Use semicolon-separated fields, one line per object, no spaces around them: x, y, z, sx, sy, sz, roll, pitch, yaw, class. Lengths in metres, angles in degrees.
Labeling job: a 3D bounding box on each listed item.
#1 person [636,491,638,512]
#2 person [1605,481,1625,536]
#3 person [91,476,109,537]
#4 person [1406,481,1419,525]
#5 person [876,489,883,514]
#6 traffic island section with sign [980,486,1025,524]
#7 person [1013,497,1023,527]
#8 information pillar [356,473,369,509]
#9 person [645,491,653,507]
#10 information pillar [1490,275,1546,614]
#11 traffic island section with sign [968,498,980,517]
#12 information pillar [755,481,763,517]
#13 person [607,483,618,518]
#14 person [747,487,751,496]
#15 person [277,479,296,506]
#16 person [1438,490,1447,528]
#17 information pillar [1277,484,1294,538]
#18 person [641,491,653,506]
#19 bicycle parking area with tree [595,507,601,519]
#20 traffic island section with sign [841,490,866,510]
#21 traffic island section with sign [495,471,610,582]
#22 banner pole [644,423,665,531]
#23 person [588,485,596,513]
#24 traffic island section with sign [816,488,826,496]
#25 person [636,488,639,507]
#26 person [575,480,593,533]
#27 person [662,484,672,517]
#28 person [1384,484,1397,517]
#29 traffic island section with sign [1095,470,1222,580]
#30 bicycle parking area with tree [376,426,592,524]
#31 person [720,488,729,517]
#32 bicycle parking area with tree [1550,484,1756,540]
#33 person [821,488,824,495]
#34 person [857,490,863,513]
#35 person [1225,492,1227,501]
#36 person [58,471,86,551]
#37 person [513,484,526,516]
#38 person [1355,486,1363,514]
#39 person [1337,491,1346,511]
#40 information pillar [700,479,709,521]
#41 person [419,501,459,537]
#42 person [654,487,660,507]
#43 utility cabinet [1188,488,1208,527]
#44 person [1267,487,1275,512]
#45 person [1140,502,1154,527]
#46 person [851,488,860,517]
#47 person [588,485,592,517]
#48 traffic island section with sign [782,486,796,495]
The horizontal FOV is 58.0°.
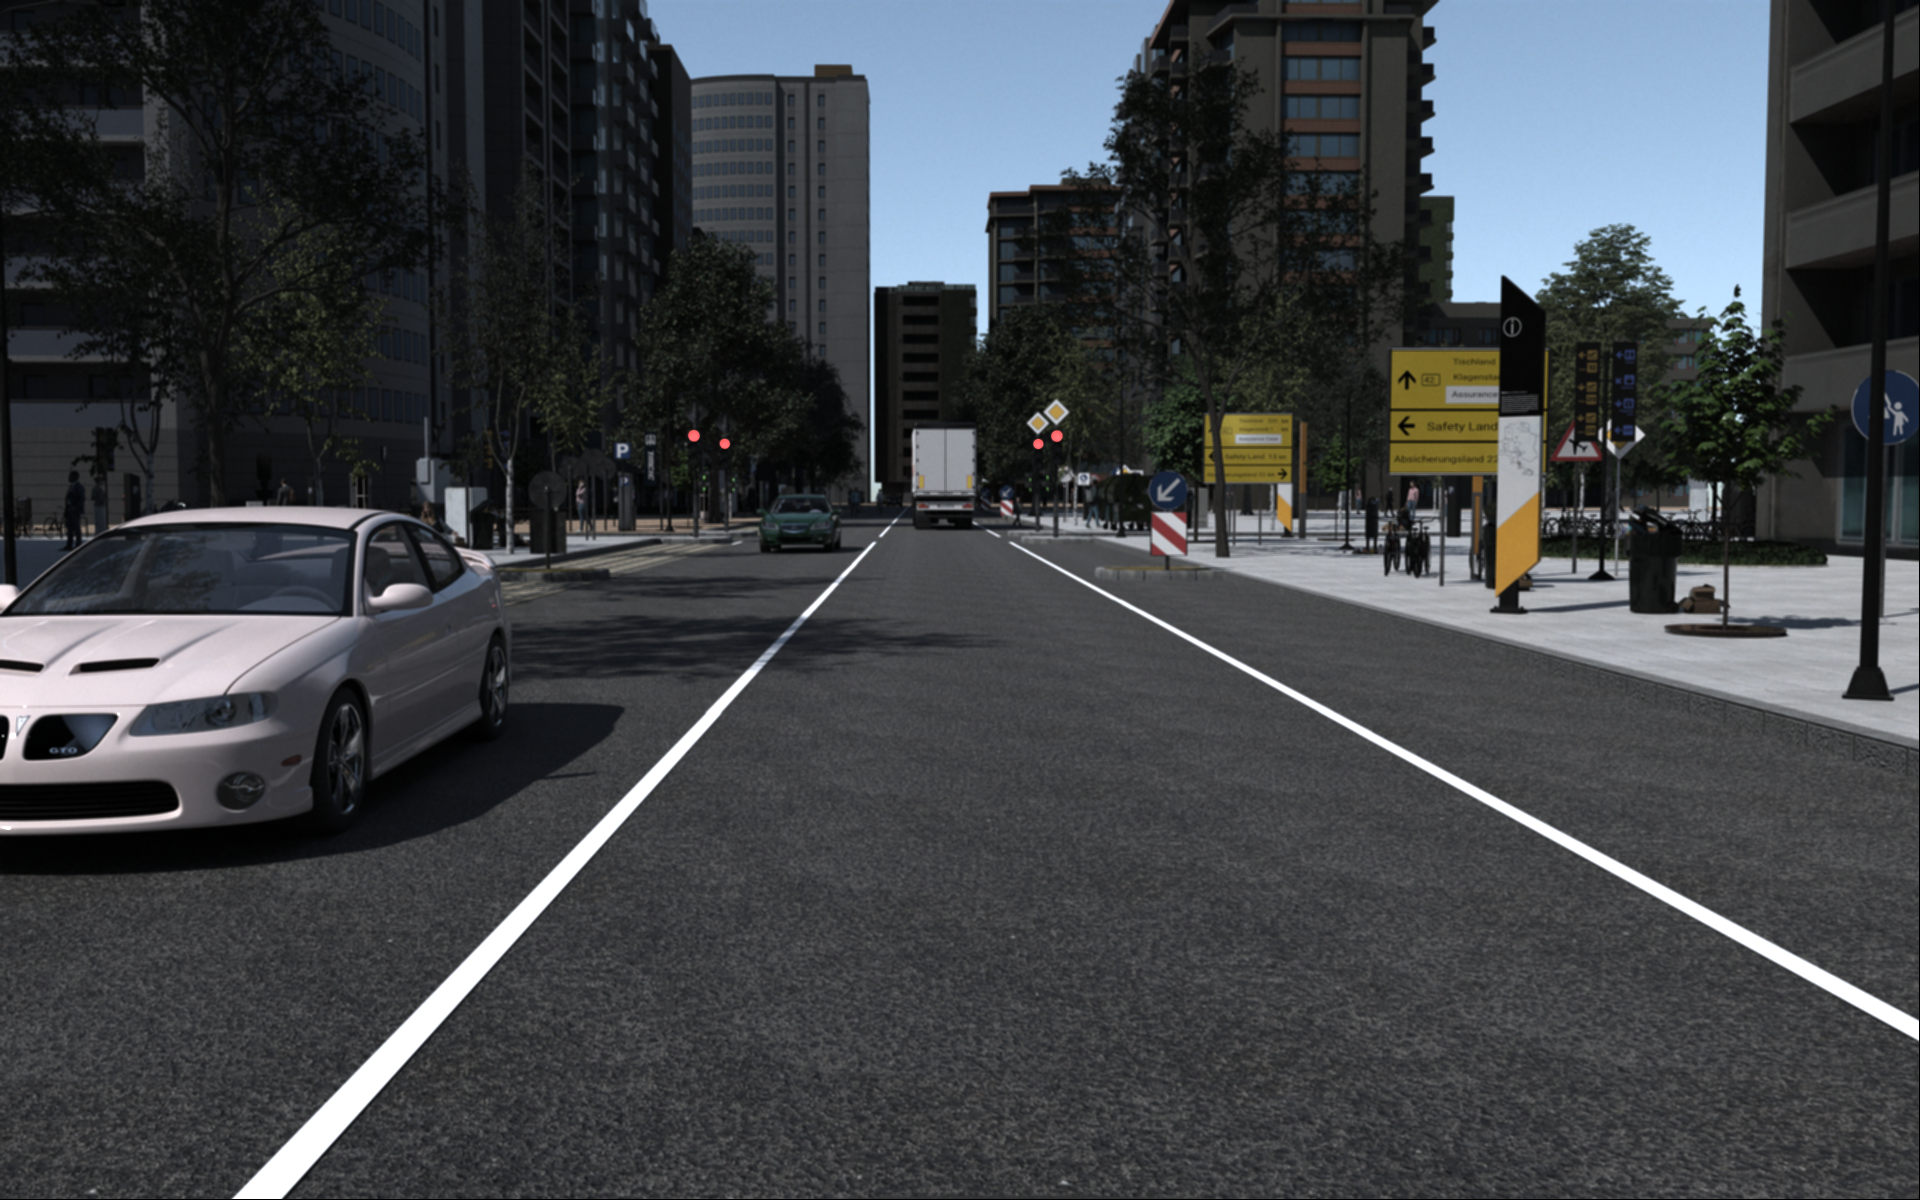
-20.493;-6.273;109.003;0.661;1.777;0.834;-3;5;-44;person
21.386;-2.940;56.345;0.755;1.850;0.659;0;4;4;person
-22.802;-2.409;45.982;0.519;1.759;0.362;3;5;41;person
18.643;-4.001;71.464;0.555;1.821;0.388;3;5;40;person
-5.707;-7.033;123.707;0.478;1.798;0.641;3;4;37;person
2.107;-4.596;83.766;1.989;1.847;2.006;0;4;-1;traffic island section with sign
2.572;-3.885;76.295;0.640;1.303;0.475;3;4;38;person
-21.012;-3.451;60.911;0.304;2.012;0.304;1;4;9;information pillar
-23.545;-7.631;131.239;0.576;1.772;0.534;-1;4;-19;person
5.971;-1.660;18.493;0.504;3.616;0.183;3;5;43;information pillar
1.493;-6.244;110.714;1.989;1.847;2.006;0;4;-1;traffic island section with sign
-11.387;-5.727;98.122;0.304;2.012;0.304;2;4;23;information pillar
-18.436;-5.246;91.585;0.755;1.850;0.659;1;4;10;person
-16.098;-7.699;132.194;0.793;1.790;0.793;2;4;29;person
-23.824;-3.382;61.302;0.822;1.834;0.622;3;4;37;person
18.539;-3.638;66.191;0.731;1.740;0.598;-3;5;-40;person
9.551;-3.635;50.780;0.504;3.616;0.183;3;5;40;information pillar
-24.271;-7.737;132.752;1.509;1.804;0.699;-1;4;-12;person
-22.025;-6.108;86.860;9.016;4.147;8.231;1;4;9;bicycle parking area with tree
-9.985;-9.300;160.674;1.989;1.847;2.006;0;4;-1;traffic island section with sign
-6.956;-1.246;29.002;1.989;1.847;2.006;0;4;-1;traffic island section with sign
-10.722;-4.336;60.917;0.863;3.779;0.401;1;4;16;banner pole
-21.293;-5.723;99.788;0.661;1.801;0.590;2;4;33;person
-8.845;-6.268;111.108;1.989;1.847;2.006;0;4;-1;traffic island section with sign
-23.824;-7.364;127.445;0.512;1.701;0.522;-1;4;-9;person
-12.541;-3.132;57.840;0.643;1.750;0.593;-1;4;-11;person
-16.494;-5.568;97.182;0.679;1.850;0.850;-1;4;-12;person
24.526;-5.674;98.591;0.755;1.850;0.659;1;4;10;person
3.355;-1.288;29.683;1.989;1.847;2.006;0;4;-1;traffic island section with sign
-22.203;-5.432;75.813;9.016;4.147;8.231;1;4;13;bicycle parking area with tree
-12.164;-5.125;90.024;0.473;1.802;0.592;-3;4;-38;person
19.479;-3.382;42.291;9.016;4.147;8.231;1;4;12;bicycle parking area with tree
-8.135;-5.769;103.163;0.374;1.781;0.599;-1;4;-13;person
-7.814;-7.571;132.565;0.678;1.792;0.850;-2;4;-31;person
19.715;-7.573;130.129;0.678;1.792;0.850;-2;4;-27;person
-20.007;-2.011;39.107;0.721;1.800;0.419;2;4;33;person
-24.427;-5.508;96.066;0.822;1.834;0.622;1;4;12;person
25.757;-6.465;111.750;0.388;1.821;0.555;-3;4;-39;person
23.149;-6.011;104.673;0.694;1.780;0.624;-1;4;-11;person
-12.176;-4.769;82.472;0.304;2.012;0.304;3;5;41;information pillar
-10.367;-1.383;34.157;1.012;1.151;0.738;0;4;-6;person
-21.859;-7.269;125.065;0.511;1.800;0.466;-1;4;-18;person
8.877;-3.515;66.157;1.173;1.500;0.318;-1;4;-16;utility cabinet
21.804;-7.062;121.389;0.818;1.842;0.514;-1;4;-21;person
7.014;-3.632;65.650;0.641;1.798;0.478;-2;4;-29;person
-6.518;-6.076;107.712;0.638;1.841;0.748;-1;4;-18;person
-20.794;-5.594;97.682;0.419;1.800;0.721;1;4;17;person
-8.210;-4.590;83.675;1.989;1.847;2.006;0;4;-1;traffic island section with sign
